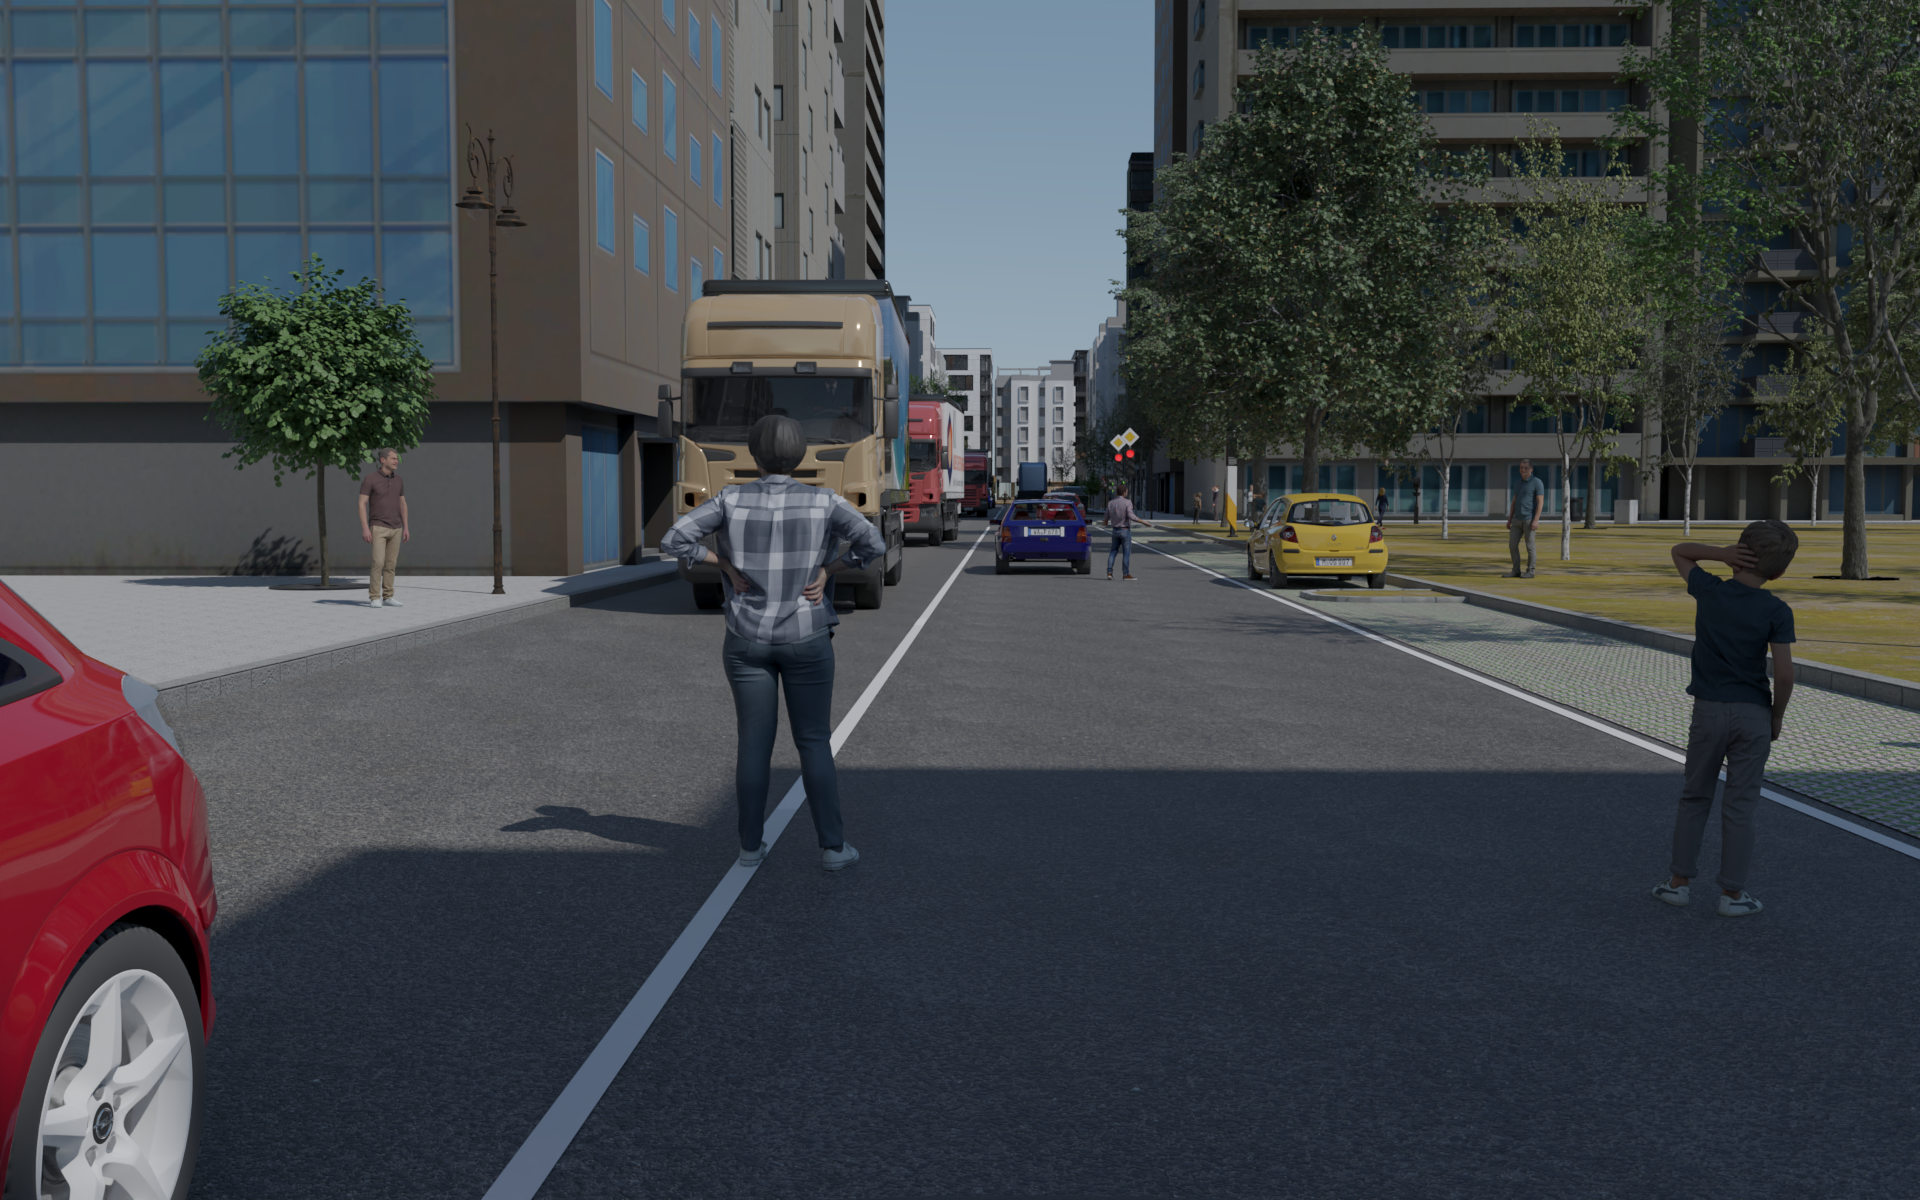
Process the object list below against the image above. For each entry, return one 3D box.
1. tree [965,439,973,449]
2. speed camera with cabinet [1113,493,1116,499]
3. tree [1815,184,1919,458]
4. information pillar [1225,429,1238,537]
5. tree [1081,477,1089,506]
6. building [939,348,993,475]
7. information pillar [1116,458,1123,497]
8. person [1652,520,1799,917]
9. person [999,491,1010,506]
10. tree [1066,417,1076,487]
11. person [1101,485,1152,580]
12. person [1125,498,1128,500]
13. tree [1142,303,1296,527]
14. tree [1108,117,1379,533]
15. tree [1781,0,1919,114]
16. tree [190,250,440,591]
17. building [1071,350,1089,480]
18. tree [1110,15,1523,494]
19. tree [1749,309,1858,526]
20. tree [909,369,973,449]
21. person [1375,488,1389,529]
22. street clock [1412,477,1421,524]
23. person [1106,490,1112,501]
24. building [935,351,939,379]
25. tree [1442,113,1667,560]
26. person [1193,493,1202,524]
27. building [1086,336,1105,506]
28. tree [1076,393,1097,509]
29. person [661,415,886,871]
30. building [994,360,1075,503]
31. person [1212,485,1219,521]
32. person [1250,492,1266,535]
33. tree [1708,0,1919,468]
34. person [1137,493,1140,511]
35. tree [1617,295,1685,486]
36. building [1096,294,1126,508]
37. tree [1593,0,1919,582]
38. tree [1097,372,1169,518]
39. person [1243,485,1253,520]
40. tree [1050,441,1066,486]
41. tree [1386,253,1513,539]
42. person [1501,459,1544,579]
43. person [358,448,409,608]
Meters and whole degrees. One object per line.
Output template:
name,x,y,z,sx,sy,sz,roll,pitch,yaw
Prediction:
tree,-0.149,-17.336,233.799,4.737,8.622,4.395,0,3,0
speed camera with cabinet,10.471,-7.341,114.355,0.660,3.252,2.038,0,4,-1
tree,33.545,-8.656,59.657,7.486,12.596,7.792,0,3,0
information pillar,8.054,-3.671,51.371,0.183,3.616,0.504,3,5,42
tree,13.776,-12.160,193.422,1.663,3.219,1.824,0,3,0
building,-11.523,-25.254,256.882,32.646,21.610,27.936,0,4,2
information pillar,10.275,-7.360,111.684,0.504,3.616,0.183,3,5,42
person,2.628,0.394,5.963,0.435,1.345,0.340,2,4,24
person,5.222,-11.774,201.145,1.348,1.807,0.705,2,4,27
tree,11.646,-12.353,152.334,4.360,8.622,3.978,0,3,0
person,2.696,-1.122,28.806,0.963,1.587,0.435,2,4,31
person,11.000,-6.728,118.010,0.963,1.587,0.435,0,4,-4
tree,10.527,-8.077,66.478,7.601,10.594,8.767,0,4,8
tree,9.834,-9.203,57.131,9.857,13.997,8.962,0,3,0
tree,25.161,-11.304,40.714,12.611,20.169,13.585,0,3,0
tree,-8.712,-2.441,23.629,4.285,4.588,4.351,0,3,0
building,32.891,-25.155,255.256,32.646,21.610,27.936,0,4,2
tree,8.581,-7.646,42.020,9.611,12.733,9.660,0,3,0
tree,34.132,-7.276,69.319,4.737,8.622,4.395,0,3,0
tree,-2.761,-13.401,144.854,9.928,11.665,9.643,0,3,0
person,15.195,-3.297,62.490,0.480,1.512,0.613,2,4,27
street clock,19.415,-4.225,73.655,0.358,2.002,0.471,1,4,22
person,14.026,-9.488,161.150,1.348,1.826,0.705,2,4,30
building,-10.443,-21.437,206.919,16.016,20.091,11.380,0,4,2
tree,11.581,-5.066,33.193,4.737,8.622,4.395,0,3,0
person,10.049,-3.886,73.493,0.435,1.345,0.340,2,4,26
building,23.863,-20.557,202.559,16.747,18.905,31.486,0,4,2
tree,10.443,-10.417,120.672,4.360,8.622,3.978,0,3,0
person,-0.693,0.158,6.645,0.841,1.734,0.376,0,4,3
building,10.720,-24.100,250.456,11.380,20.091,16.016,0,4,2
person,11.910,-4.547,81.193,0.445,1.727,0.742,-2,4,-24
person,9.332,-2.706,54.203,0.435,1.345,0.340,-1,4,-11
tree,8.314,-3.915,14.366,4.360,8.622,3.978,0,3,0
person,13.499,-7.447,131.706,0.435,1.345,0.340,0,4,7
tree,22.438,-6.300,53.368,4.360,8.622,3.978,0,3,0
building,21.421,-19.126,169.133,16.016,20.091,11.380,0,4,2
tree,13.467,-6.117,25.761,9.928,11.665,9.643,0,3,0
tree,9.944,-9.032,98.036,4.360,8.622,3.978,0,3,0
person,13.849,-4.623,82.359,0.841,1.734,0.376,1,4,23
tree,13.846,-16.978,227.945,4.360,8.622,3.978,0,3,0
tree,13.918,-6.077,49.722,4.360,8.622,3.978,0,3,0
person,8.572,-1.236,26.380,0.434,1.807,0.598,-1,4,-19
person,-6.534,-0.828,19.707,0.598,1.807,0.434,-3,5,-42
